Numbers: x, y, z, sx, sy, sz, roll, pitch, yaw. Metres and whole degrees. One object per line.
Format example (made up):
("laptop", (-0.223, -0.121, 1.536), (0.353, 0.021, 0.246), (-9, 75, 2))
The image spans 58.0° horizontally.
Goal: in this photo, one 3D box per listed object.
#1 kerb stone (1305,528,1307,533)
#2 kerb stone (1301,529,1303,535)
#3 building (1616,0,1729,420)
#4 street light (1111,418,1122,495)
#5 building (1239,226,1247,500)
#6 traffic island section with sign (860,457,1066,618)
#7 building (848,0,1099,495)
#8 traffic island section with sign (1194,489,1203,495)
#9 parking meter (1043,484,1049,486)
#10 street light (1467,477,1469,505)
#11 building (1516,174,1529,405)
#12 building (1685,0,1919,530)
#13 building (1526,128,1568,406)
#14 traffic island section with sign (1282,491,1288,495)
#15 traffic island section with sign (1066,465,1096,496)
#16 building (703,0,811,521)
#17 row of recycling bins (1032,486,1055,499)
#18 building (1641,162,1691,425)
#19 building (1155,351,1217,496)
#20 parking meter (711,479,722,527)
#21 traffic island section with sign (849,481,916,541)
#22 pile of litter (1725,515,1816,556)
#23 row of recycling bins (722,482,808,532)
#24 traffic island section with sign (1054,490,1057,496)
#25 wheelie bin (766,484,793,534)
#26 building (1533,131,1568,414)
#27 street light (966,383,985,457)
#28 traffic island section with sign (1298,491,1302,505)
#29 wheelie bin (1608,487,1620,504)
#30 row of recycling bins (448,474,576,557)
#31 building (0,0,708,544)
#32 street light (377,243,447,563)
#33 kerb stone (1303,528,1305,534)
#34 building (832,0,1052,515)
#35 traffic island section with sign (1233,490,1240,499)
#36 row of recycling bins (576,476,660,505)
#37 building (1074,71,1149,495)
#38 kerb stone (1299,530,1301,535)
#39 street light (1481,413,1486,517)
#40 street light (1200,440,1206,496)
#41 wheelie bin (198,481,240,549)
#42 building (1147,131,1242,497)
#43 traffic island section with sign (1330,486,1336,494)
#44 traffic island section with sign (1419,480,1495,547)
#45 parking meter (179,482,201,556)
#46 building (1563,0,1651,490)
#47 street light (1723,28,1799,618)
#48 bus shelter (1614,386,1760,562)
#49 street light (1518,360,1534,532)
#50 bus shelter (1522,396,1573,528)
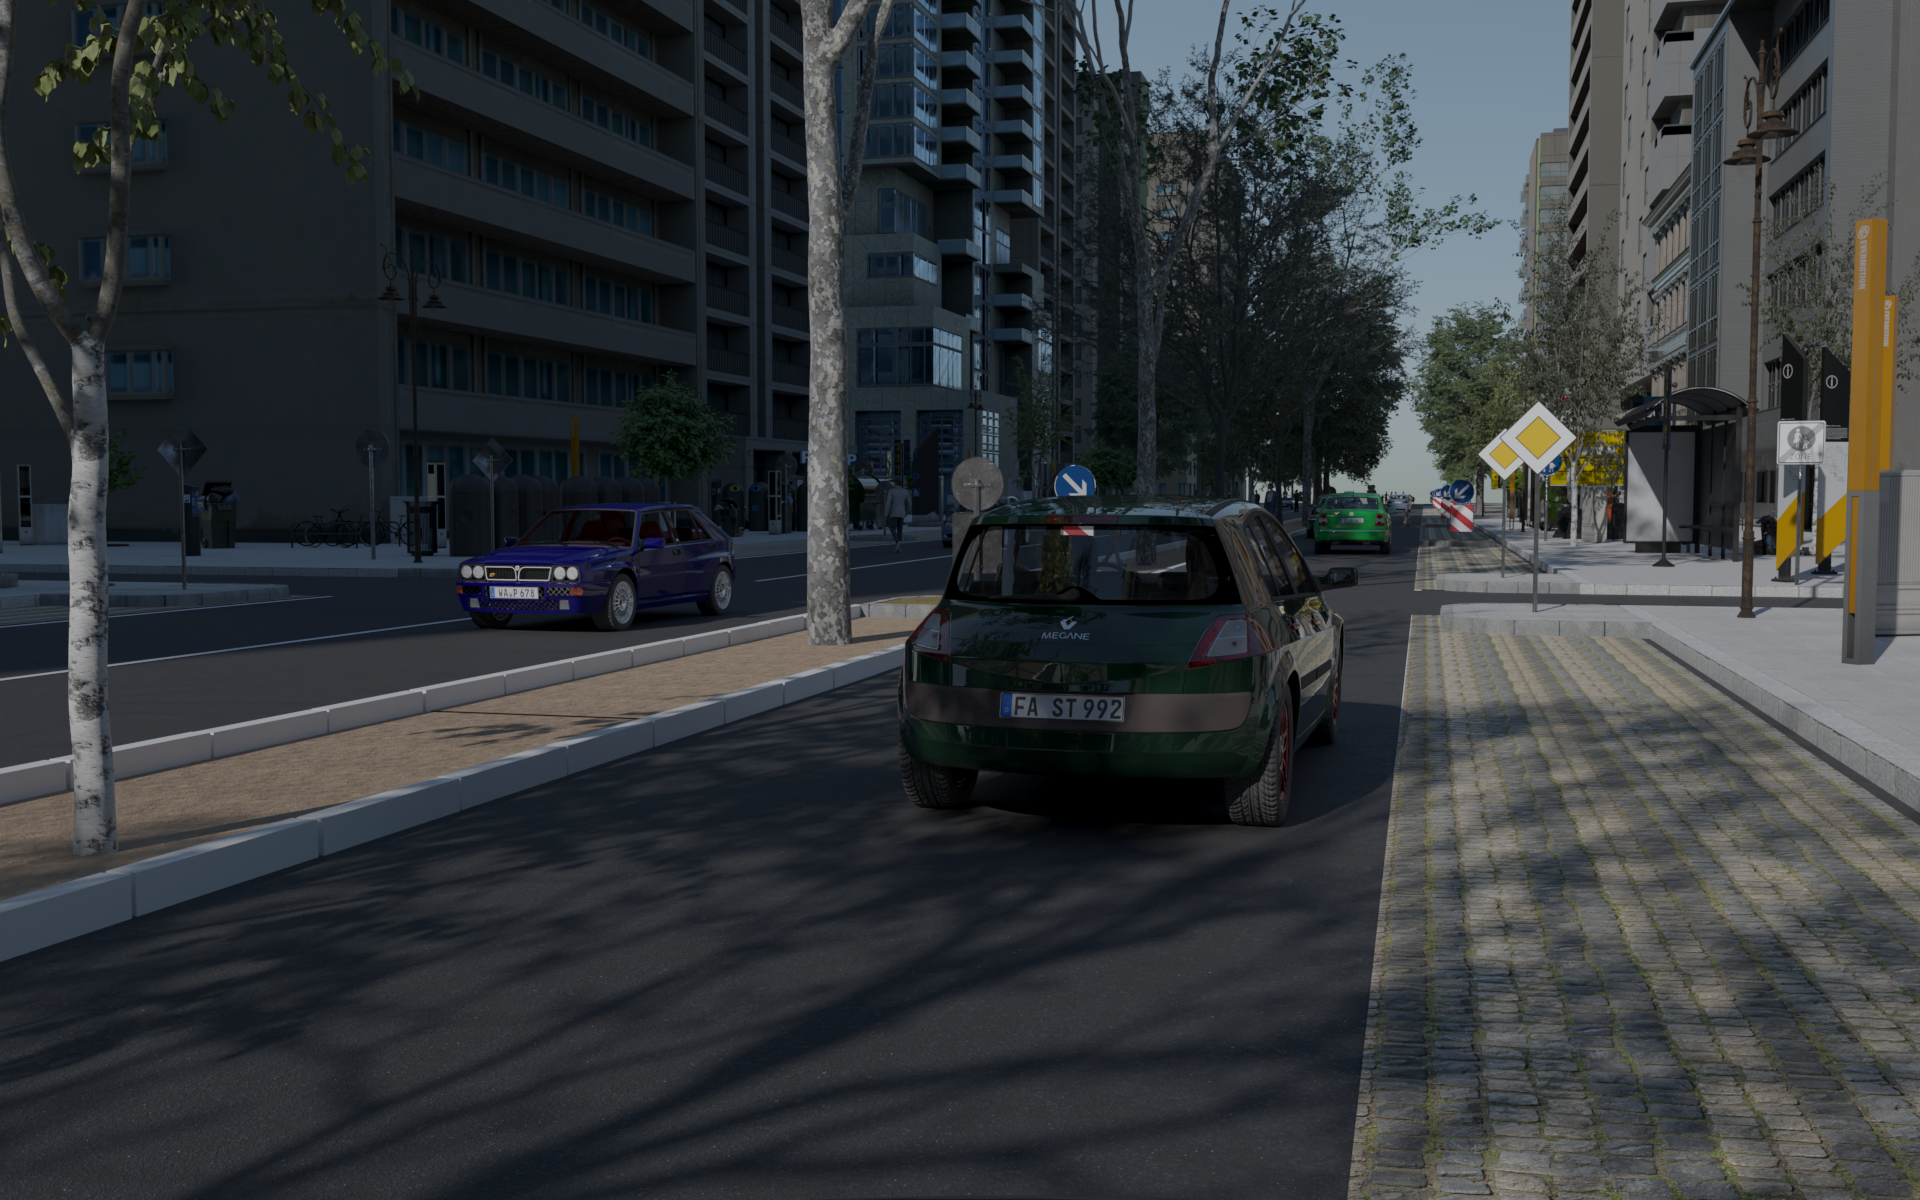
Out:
("kerb stone", (12.294, -2.452, 62.280), (0.120, 0.150, 1.000), (1, 4, 15))
("kerb stone", (11.762, -2.329, 60.307), (0.120, 0.150, 1.000), (1, 4, 15))
("building", (57.189, -31.771, 108.695), (28.713, 52.752, 27.495), (1, 4, 15))
("street light", (9.527, -8.122, 105.578), (0.468, 5.910, 1.993), (1, 4, 15))
("building", (34.197, -34.797, 252.522), (14.154, 41.232, 14.086), (1, 4, 15))
("traffic island section with sign", (0.048, -0.769, 20.714), (2.006, 1.907, 1.989), (1, 4, 15))
("building", (1.123, -43.382, 147.554), (20.563, 71.187, 20.611), (1, 4, 15))
("traffic island section with sign", (17.565, -7.276, 127.585), (1.989, 1.847, 2.006), (1, 4, 15))
("parking meter", (4.887, -5.650, 98.083), (0.399, 1.863, 0.255), (0, 4, 1))
("street light", (38.670, -9.716, 131.639), (0.468, 5.910, 1.993), (1, 4, 15))
("building", (86.712, -37.460, 232.080), (23.786, 49.044, 30.456), (1, 4, 15))
("building", (35.471, -14.833, 61.580), (14.314, 24.678, 30.058), (1, 4, 15))
("building", (76.707, -34.319, 211.234), (14.600, 45.320, 14.200), (1, 4, 15))
("traffic island section with sign", (38.987, -12.156, 207.372), (1.989, 1.847, 2.006), (1, 4, 15))
("traffic island section with sign", (1.978, -1.207, 27.867), (2.006, 1.907, 1.989), (1, 4, 15))
("building", (-16.207, -39.474, 83.659), (20.563, 71.187, 20.611), (1, 4, 15))
("row of recycling bins", (4.559, -5.126, 90.918), (1.069, 1.692, 3.534), (-1, 4, -13))
("building", (40.428, -13.535, 85.918), (10.561, 19.102, 19.286), (1, 4, 15))
("building", (15.998, -22.476, 212.528), (27.650, 21.520, 28.899), (1, 4, 15))
("parking meter", (-9.614, -3.832, 68.360), (0.255, 1.863, 0.399), (2, 4, 30))
("traffic island section with sign", (-2.424, -2.721, 53.113), (1.989, 1.847, 2.006), (1, 4, 15))
("pile of litter", (17.146, -1.384, 36.598), (1.176, 0.858, 1.719), (-3, 5, -40))
("row of recycling bins", (-6.551, -3.223, 59.814), (3.534, 1.692, 1.069), (1, 4, 14))
("traffic island section with sign", (4.562, -4.313, 79.150), (1.989, 1.847, 2.006), (1, 4, 15))
("wheelie bin", (-5.828, -2.956, 56.242), (0.980, 1.594, 0.693), (1, 4, 17))
("building", (72.600, -31.400, 196.990), (14.154, 41.232, 14.086), (1, 4, 15))
("street light", (0.654, -6.077, 72.139), (0.468, 5.910, 1.993), (1, 4, 15))
("traffic island section with sign", (45.962, -13.748, 233.413), (1.989, 1.847, 2.006), (1, 4, 15))
("wheelie bin", (31.124, -4.586, 82.884), (0.693, 1.594, 0.980), (-1, 4, -17))
("row of recycling bins", (-9.637, -1.826, 36.971), (1.069, 1.692, 3.534), (1, 4, 18))
("building", (-22.426, -26.436, 55.937), (21.300, 48.544, 21.600), (1, 4, 15))
("street light", (-10.120, -3.631, 32.159), (0.468, 5.910, 1.993), (1, 4, 15))
("kerb stone", (12.025, -2.391, 61.294), (0.120, 0.150, 1.000), (1, 4, 15))
("building", (-5.623, -49.514, 122.225), (22.319, 86.520, 31.000), (1, 4, 15))
("traffic island section with sign", (24.555, -8.872, 153.681), (1.989, 1.847, 2.006), (1, 4, 15))
("row of recycling bins", (-8.118, -2.047, 40.579), (1.069, 1.692, 3.534), (1, 4, 21))
("building", (9.807, -29.410, 164.440), (14.154, 41.232, 14.086), (1, 4, 15))
("kerb stone", (11.500, -2.270, 59.316), (0.120, 0.150, 1.000), (1, 4, 15))
("street light", (29.672, -7.666, 98.132), (0.468, 5.910, 1.993), (1, 4, 15))
("street light", (20.413, -10.568, 145.568), (0.468, 5.910, 1.993), (1, 4, 15))
("wheelie bin", (-17.467, -2.018, 40.904), (0.693, 1.594, 0.980), (3, 5, 41))
("building", (26.330, -37.431, 235.697), (21.300, 48.544, 21.600), (1, 4, 15))
("traffic island section with sign", (21.449, -5.646, 100.448), (2.006, 1.907, 1.989), (1, 4, 15))
("traffic island section with sign", (13.744, -2.402, 47.897), (1.989, 1.847, 2.006), (1, 4, 15))
("parking meter", (-15.926, -1.677, 35.832), (0.372, 1.533, 0.369), (0, 3, 0))
("building", (59.106, -31.231, 134.320), (21.300, 48.544, 21.600), (1, 4, 15))
("street light", (8.166, -2.753, 17.806), (0.468, 5.910, 1.993), (1, 4, 15))
("bus shelter", (14.591, -2.521, 35.139), (2.014, 3.302, 5.546), (1, 4, 15))
("street light", (18.944, -5.218, 58.100), (0.468, 5.910, 1.993), (1, 4, 15))
("bus shelter", (23.252, -5.557, 68.482), (2.179, 5.291, 8.768), (1, 4, 15))
